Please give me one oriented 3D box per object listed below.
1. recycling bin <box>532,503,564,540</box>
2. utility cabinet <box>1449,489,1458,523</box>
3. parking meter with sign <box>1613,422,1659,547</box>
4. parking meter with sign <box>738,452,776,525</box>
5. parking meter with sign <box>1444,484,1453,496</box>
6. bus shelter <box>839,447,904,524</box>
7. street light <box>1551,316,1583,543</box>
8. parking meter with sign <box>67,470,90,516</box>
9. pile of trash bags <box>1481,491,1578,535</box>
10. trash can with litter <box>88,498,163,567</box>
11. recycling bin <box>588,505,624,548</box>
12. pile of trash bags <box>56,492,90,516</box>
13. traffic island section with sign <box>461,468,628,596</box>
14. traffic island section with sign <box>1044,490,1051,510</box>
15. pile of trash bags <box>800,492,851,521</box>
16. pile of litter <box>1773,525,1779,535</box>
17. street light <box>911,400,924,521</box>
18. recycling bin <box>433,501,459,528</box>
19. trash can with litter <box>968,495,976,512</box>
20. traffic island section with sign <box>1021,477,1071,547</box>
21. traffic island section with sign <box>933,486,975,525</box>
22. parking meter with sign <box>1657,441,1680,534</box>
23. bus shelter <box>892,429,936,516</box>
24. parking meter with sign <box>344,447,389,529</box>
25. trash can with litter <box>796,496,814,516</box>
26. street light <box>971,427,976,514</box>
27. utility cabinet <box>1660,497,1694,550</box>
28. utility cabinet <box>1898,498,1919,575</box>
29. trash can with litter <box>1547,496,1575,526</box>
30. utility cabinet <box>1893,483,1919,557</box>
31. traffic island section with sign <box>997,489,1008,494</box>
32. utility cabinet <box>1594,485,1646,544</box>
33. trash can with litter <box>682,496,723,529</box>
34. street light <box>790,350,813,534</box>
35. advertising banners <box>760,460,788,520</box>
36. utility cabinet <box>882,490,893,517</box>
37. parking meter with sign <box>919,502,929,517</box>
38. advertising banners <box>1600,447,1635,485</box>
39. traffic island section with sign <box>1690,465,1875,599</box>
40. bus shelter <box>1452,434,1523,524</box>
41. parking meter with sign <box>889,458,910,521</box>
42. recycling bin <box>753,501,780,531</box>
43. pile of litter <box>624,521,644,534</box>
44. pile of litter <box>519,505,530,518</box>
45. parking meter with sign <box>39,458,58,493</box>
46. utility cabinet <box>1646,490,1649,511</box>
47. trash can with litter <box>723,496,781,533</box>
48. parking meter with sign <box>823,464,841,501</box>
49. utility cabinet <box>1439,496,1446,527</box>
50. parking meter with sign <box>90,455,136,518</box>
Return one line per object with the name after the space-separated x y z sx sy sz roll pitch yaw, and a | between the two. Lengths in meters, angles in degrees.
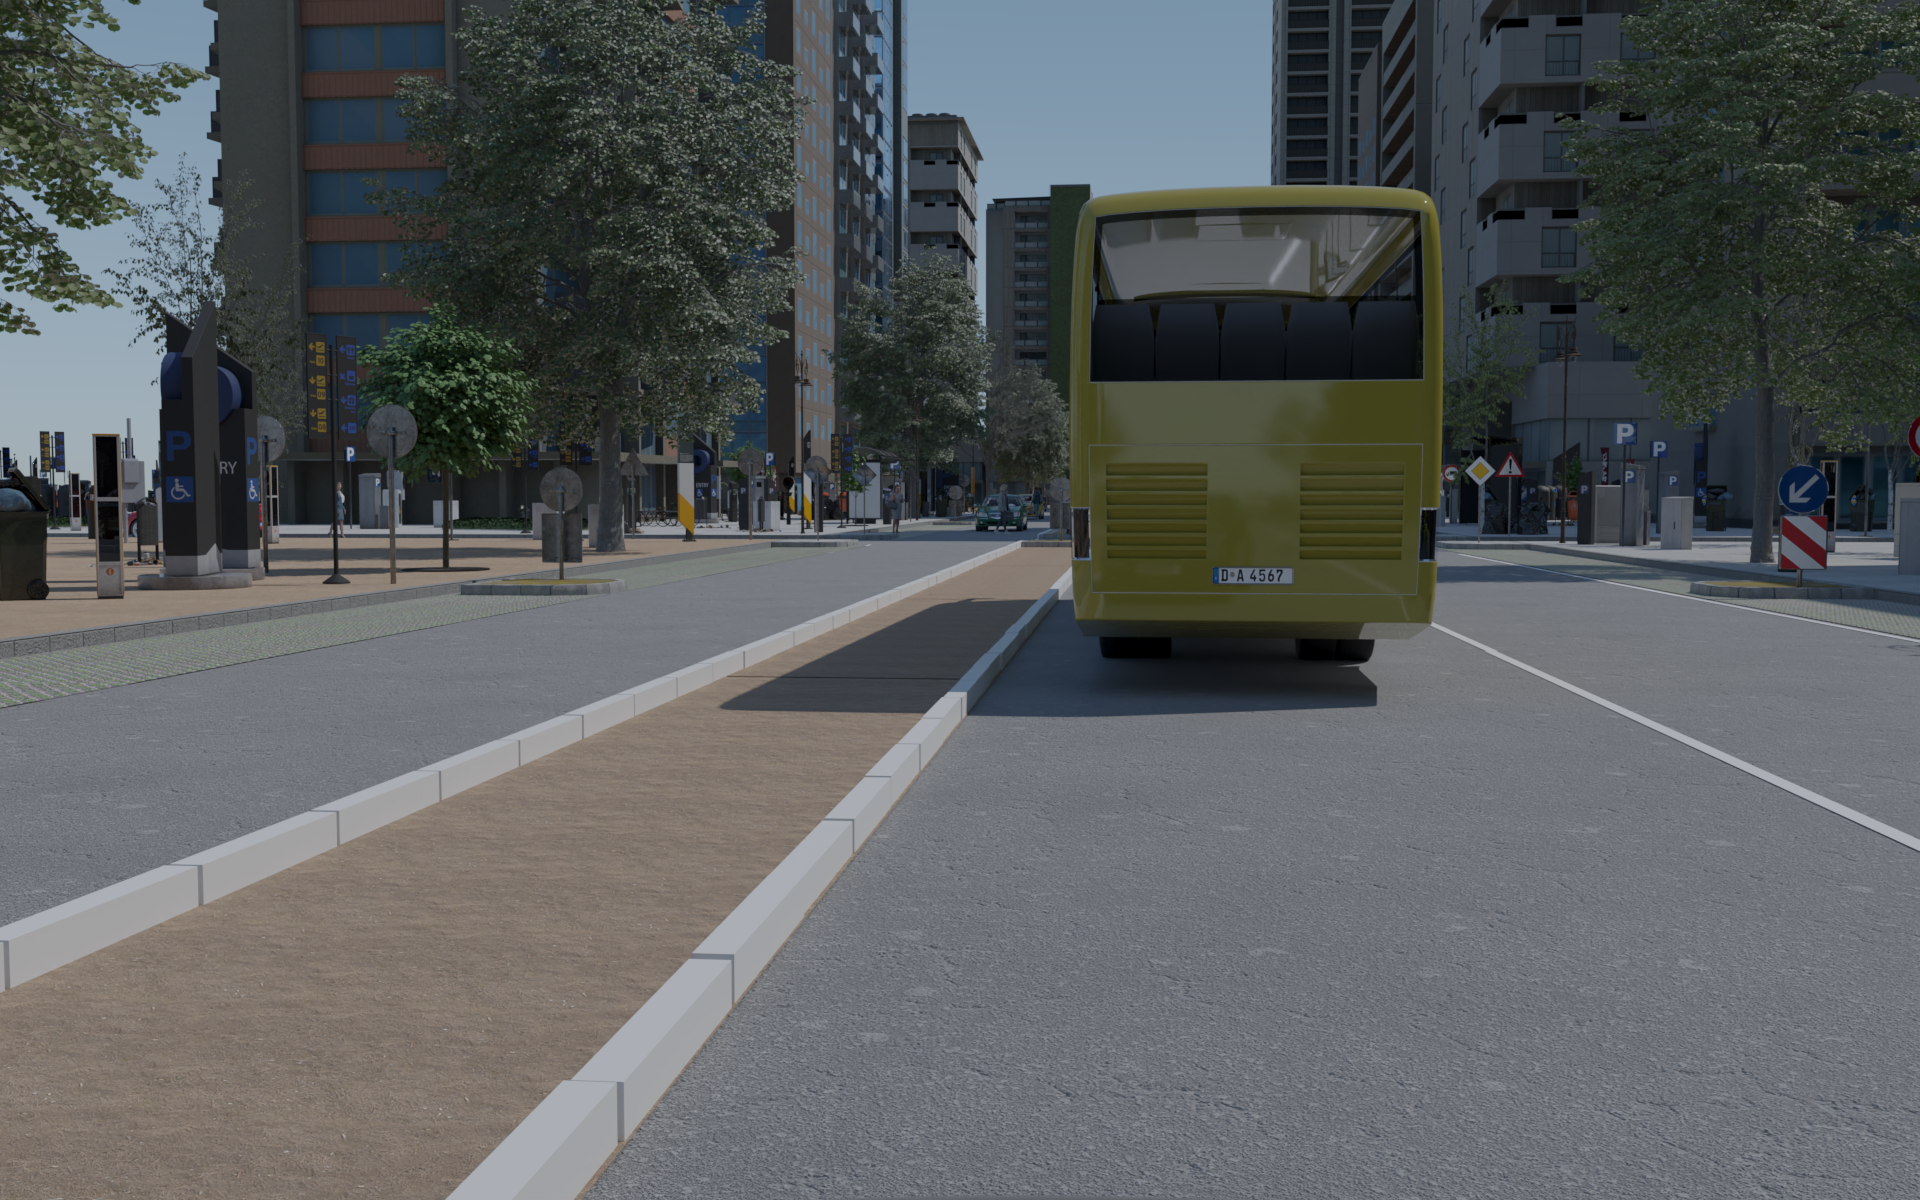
-11.562 -2.210 48.685 0.722 1.027 0.722 0 4 4 | recycling bin
21.737 -4.136 76.308 0.318 1.500 1.173 1 4 13 | utility cabinet
16.668 -2.850 42.853 0.543 3.016 1.738 3 4 36 | parking meter with sign
-8.459 -4.627 71.915 0.543 3.016 1.738 3 5 39 | parking meter with sign
28.837 -6.616 104.434 1.738 3.016 0.543 2 4 31 | parking meter with sign
-3.859 -5.056 76.597 2.014 3.302 5.546 0 4 6 | bus shelter
15.720 -4.417 45.012 0.468 5.910 1.993 0 4 6 | street light
-47.850 -6.011 94.546 1.738 3.016 0.543 0 4 -4 | parking meter with sign
18.225 -2.760 54.874 1.912 1.369 3.447 -3 5 -42 | pile of trash bags
-15.036 -1.239 31.310 1.678 1.210 2.233 1 4 11 | trash can with litter
-8.496 -1.776 41.598 0.722 1.027 0.722 0 4 1 | recycling bin
-49.850 -5.406 98.137 1.912 1.369 3.447 3 5 44 | pile of trash bags
-5.946 -1.014 25.204 1.989 1.847 2.006 0 4 6 | traffic island section with sign
7.986 -9.098 157.374 1.989 1.847 2.006 0 4 6 | traffic island section with sign
-6.362 -4.595 84.875 1.912 1.369 3.447 -2 4 -34 | pile of trash bags
26.305 -2.527 55.276 1.719 0.858 1.176 -3 5 -40 | pile of litter
-2.079 -6.788 83.765 0.468 5.910 1.993 0 4 6 | street light
-19.656 -3.283 66.231 0.722 1.027 0.722 1 4 9 | recycling bin
1.128 -7.020 125.837 2.233 1.210 1.678 1 4 11 | trash can with litter
2.721 -2.385 47.138 2.006 1.907 1.989 0 4 6 | traffic island section with sign
-0.175 -4.364 79.976 1.989 1.847 2.006 0 4 6 | traffic island section with sign
22.823 -3.643 55.823 0.543 3.016 1.738 0 4 0 | parking meter with sign
-2.628 -7.630 102.377 2.179 5.291 8.768 0 4 6 | bus shelter
-21.663 -4.116 63.565 1.738 3.016 0.543 1 4 16 | parking meter with sign
-9.216 -5.621 103.291 1.055 1.170 0.624 -2 4 -24 | trash can with litter
0.849 -8.495 111.676 0.468 5.910 1.993 0 4 6 | street light
16.674 -1.783 40.313 0.306 1.237 1.020 0 4 -3 | utility cabinet
15.368 -0.983 27.235 1.020 1.237 0.306 3 5 41 | utility cabinet
24.055 -3.630 70.406 2.233 1.210 1.678 1 4 15 | trash can with litter
19.037 -1.559 34.174 0.318 1.500 1.173 -1 4 -17 | utility cabinet
2.679 -6.021 107.070 1.989 1.847 2.006 0 4 6 | traffic island section with sign
16.796 -2.175 44.244 1.173 1.500 0.318 0 4 -4 | utility cabinet
-9.368 -3.287 64.798 2.233 1.210 1.678 0 4 8 | trash can with litter
-5.088 -5.081 55.863 0.468 5.910 1.993 0 4 6 | street light
-9.386 -5.520 86.435 0.090 3.025 2.074 -3 5 -43 | advertising banners
-3.893 -5.324 95.719 1.173 1.500 0.318 -3 5 -41 | utility cabinet
-2.599 -6.205 97.718 1.738 3.016 0.543 0 4 6 | parking meter with sign
24.702 -4.219 65.164 2.074 3.025 0.090 -2 4 -33 | advertising banners
11.479 -0.966 24.418 1.989 1.847 2.006 0 4 6 | traffic island section with sign
21.412 -4.842 70.447 1.731 3.624 6.357 0 4 6 | bus shelter
-2.942 -5.374 84.134 0.543 3.016 1.738 1 4 14 | parking meter with sign
-6.766 -2.937 60.569 0.722 1.027 0.722 1 4 22 | recycling bin
-10.935 -2.588 56.281 1.176 0.858 1.719 -2 4 -30 | pile of litter
-17.172 -3.379 69.208 1.176 0.858 1.719 -1 4 -11 | pile of litter
-43.454 -5.233 81.822 0.543 3.016 1.738 0 4 5 | parking meter with sign
36.620 -5.199 93.675 1.173 1.500 0.318 0 4 3 | utility cabinet
-6.893 -2.910 58.643 1.678 1.210 2.233 0 4 2 | trash can with litter
-7.656 -6.423 101.278 0.543 3.016 1.738 -3 4 -38 | parking meter with sign
18.700 -3.511 68.567 0.306 1.237 1.020 -3 5 -41 | utility cabinet
-37.804 -4.965 77.441 1.738 3.016 0.543 0 4 6 | parking meter with sign
